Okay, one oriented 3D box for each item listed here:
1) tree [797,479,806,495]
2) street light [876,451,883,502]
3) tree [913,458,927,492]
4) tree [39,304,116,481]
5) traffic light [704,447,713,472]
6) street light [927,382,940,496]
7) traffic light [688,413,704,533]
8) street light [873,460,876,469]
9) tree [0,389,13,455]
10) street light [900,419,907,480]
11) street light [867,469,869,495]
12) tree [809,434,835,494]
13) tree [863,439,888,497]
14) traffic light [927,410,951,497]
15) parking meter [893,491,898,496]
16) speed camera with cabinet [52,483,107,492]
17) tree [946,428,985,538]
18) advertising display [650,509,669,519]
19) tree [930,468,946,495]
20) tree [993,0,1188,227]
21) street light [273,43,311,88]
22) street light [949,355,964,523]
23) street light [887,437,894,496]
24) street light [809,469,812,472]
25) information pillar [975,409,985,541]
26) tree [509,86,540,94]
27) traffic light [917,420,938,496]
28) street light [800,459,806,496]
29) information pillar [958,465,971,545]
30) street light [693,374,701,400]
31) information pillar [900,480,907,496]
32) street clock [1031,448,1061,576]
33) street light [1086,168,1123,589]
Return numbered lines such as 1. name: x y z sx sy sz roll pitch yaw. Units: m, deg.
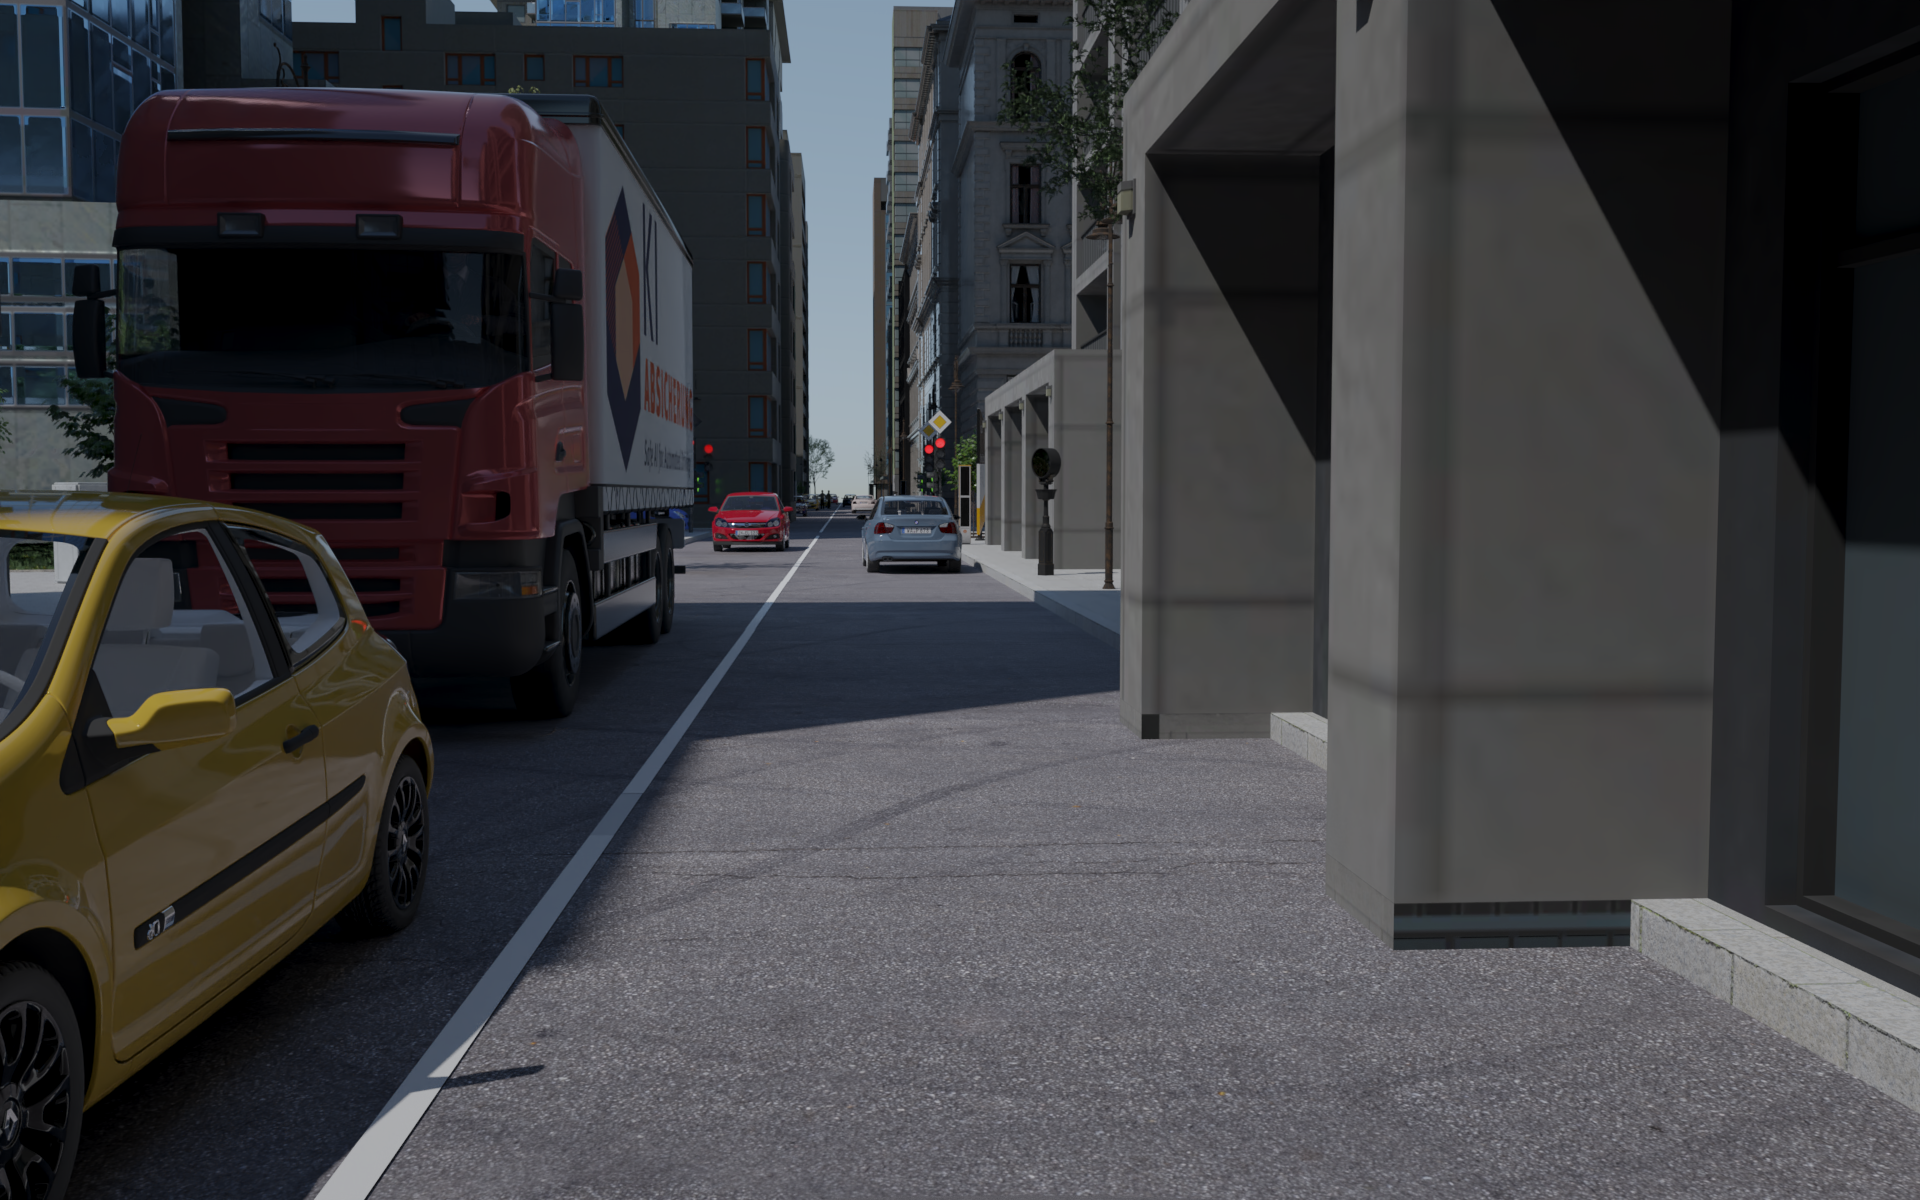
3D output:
1. tree: -19.843 -13.541 215.997 1.663 3.219 1.824 0 3 0
2. street light: -8.317 -12.819 182.377 0.468 5.910 1.993 0 4 -4
3. tree: -1.349 -5.084 77.720 1.663 3.219 1.824 0 3 0
4. tree: -7.175 -1.262 15.230 1.663 3.219 1.824 0 3 0
5. traffic light: -9.454 -4.683 65.489 0.839 4.253 0.868 0 4 -4
6. street light: -1.103 -6.047 71.654 0.468 5.910 1.993 0 4 -4
7. traffic light: -8.940 -4.196 57.520 0.839 4.253 0.868 0 4 -4
8. street light: -10.462 -14.926 216.833 0.468 5.910 1.993 0 4 -4
9. tree: -20.039 -3.015 33.011 4.285 4.588 4.351 0 3 0
10. street light: -3.449 -8.159 106.179 0.468 5.910 1.993 0 4 -4
11. street light: -13.676 -17.920 265.784 0.468 5.910 1.993 0 4 -4
12. tree: -25.286 -22.899 300.150 9.928 11.665 9.643 0 3 0
13. tree: -10.500 -16.898 226.637 4.360 8.622 3.978 0 3 0
14. traffic light: -0.696 -4.229 58.066 0.839 4.253 0.868 0 4 -4
15. parking meter: -4.909 -7.510 131.191 0.372 1.533 0.369 0 3 0
16. speed camera with cabinet: -12.279 -1.907 25.512 0.660 3.252 2.038 2 4 27
17. tree: 0.531 -3.438 50.809 1.663 3.219 1.824 0 3 0
18. advertising display: -8.916 -2.828 51.454 0.123 1.923 0.974 1 4 18
19. tree: 0.177 -3.683 54.825 1.663 3.219 1.824 0 3 0
20. tree: 3.823 -4.925 14.933 7.601 10.594 8.767 0 3 0
21. street light: -6.880 -2.788 18.378 0.468 5.910 1.993 0 4 -4
22. street light: -0.133 -5.196 57.737 0.468 5.910 1.993 0 4 -4
23. street light: -6.016 -10.695 147.652 0.468 5.910 1.993 0 4 -4
24. street light: -22.525 -17.582 260.248 0.468 5.910 1.993 0 4 -4
25. information pillar: 0.578 -3.447 47.706 0.183 3.616 0.504 1 4 20
26. tree: -8.321 -4.917 30.764 4.737 8.622 4.395 0 3 0
27. traffic light: -1.211 -4.716 66.034 0.839 4.253 0.868 0 4 -4
28. street light: -20.273 -15.483 225.938 0.468 5.910 1.993 0 4 -4
29. information pillar: 0.117 -2.417 44.012 0.304 2.012 0.304 0 4 -4
30. street light: -9.956 -5.697 65.940 0.468 5.910 1.993 0 4 -4
31. information pillar: -3.011 -5.403 92.824 0.304 2.012 0.304 1 4 9
32. street clock: 1.353 -1.387 27.250 0.358 2.002 0.471 -3 4 -37
33. street light: 2.012 -3.086 23.241 0.468 5.910 1.993 0 4 -4
